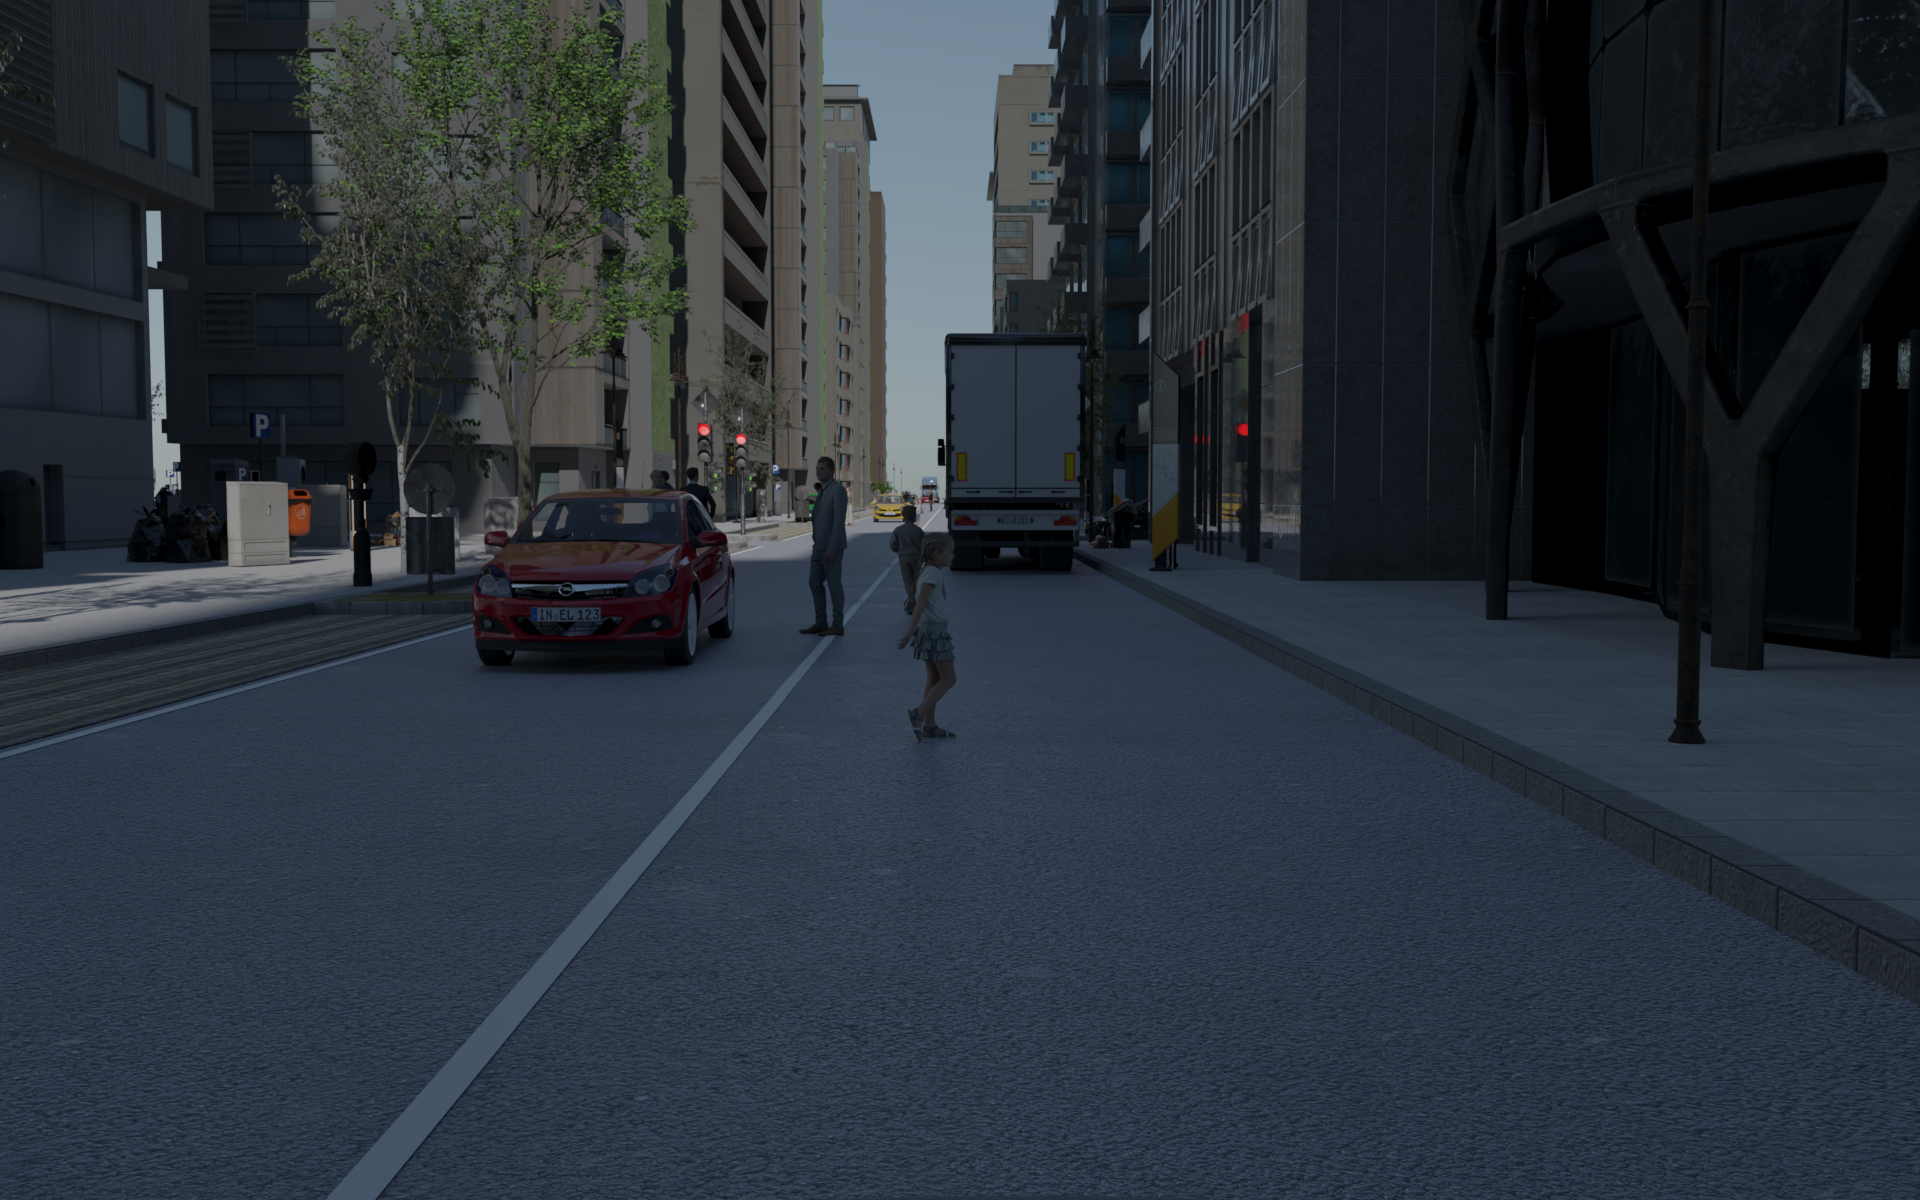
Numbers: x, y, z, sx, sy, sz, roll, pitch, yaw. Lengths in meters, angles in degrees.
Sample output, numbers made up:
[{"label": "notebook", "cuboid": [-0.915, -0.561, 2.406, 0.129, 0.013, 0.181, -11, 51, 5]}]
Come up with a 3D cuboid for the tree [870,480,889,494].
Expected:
[{"label": "tree", "cuboid": [-10.100, -13.326, 212.476, 1.663, 3.219, 1.824, 0, 3, 0]}]

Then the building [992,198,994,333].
[{"label": "building", "cuboid": [15.822, -38.211, 244.352, 23.786, 49.044, 30.456, 0, 4, 0]}]

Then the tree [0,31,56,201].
[{"label": "tree", "cuboid": [-9.280, -3.833, 13.027, 4.360, 8.622, 3.978, 0, 3, 0]}]

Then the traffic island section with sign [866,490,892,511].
[{"label": "traffic island section with sign", "cuboid": [-7.213, -8.749, 151.673, 1.989, 1.847, 2.006, 0, 4, 0]}]

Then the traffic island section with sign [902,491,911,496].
[{"label": "traffic island section with sign", "cuboid": [-7.691, -15.573, 263.250, 1.989, 1.847, 2.006, 0, 4, 0]}]

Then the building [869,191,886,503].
[{"label": "building", "cuboid": [-17.847, -36.637, 249.129, 14.600, 45.320, 14.200, 0, 4, 0]}]

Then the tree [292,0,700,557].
[{"label": "tree", "cuboid": [-9.000, -6.680, 34.977, 9.928, 11.665, 9.643, 0, 3, 0]}]

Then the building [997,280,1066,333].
[{"label": "building", "cuboid": [17.491, -18.909, 154.203, 27.650, 21.520, 28.899, 0, 4, 0]}]

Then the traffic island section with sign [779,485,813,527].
[{"label": "traffic island section with sign", "cuboid": [-6.894, -4.131, 76.170, 1.989, 1.847, 2.006, 0, 4, 0]}]

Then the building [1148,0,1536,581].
[{"label": "building", "cuboid": [10.978, -13.254, 34.728, 12.078, 24.808, 19.932, 0, 4, 0]}]

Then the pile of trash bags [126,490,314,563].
[{"label": "pile of trash bags", "cuboid": [-14.190, -1.461, 33.640, 1.912, 1.369, 3.447, 3, 4, 39]}]

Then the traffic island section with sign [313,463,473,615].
[{"label": "traffic island section with sign", "cuboid": [-6.658, -0.779, 21.363, 1.989, 1.847, 2.006, 0, 4, 0]}]

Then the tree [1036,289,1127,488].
[{"label": "tree", "cuboid": [4.138, -6.800, 61.545, 4.737, 8.622, 4.395, 0, 3, 0]}]

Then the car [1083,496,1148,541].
[{"label": "car", "cuboid": [5.681, -2.470, 50.172, 4.222, 1.686, 2.009, 0, 4, -1]}]

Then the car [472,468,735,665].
[{"label": "car", "cuboid": [-3.145, -0.416, 15.845, 2.155, 1.783, 4.494, 0, 4, -1]}]

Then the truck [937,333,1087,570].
[{"label": "truck", "cuboid": [0.928, -2.867, 35.783, 2.839, 4.237, 11.283, 0, 4, 0]}]

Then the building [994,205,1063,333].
[{"label": "building", "cuboid": [10.395, -24.689, 175.363, 14.160, 30.474, 14.107, 0, 4, 0]}]

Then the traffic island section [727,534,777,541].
[{"label": "traffic island section", "cuboid": [-6.793, -1.943, 54.048, 2.009, 0.180, 2.903, 0, 4, 0]}]

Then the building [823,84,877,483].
[{"label": "building", "cuboid": [-25.666, -39.037, 227.492, 28.713, 52.752, 27.495, 0, 4, 0]}]

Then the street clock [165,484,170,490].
[{"label": "street clock", "cuboid": [-58.055, -7.486, 126.965, 0.358, 2.002, 0.471, 0, 4, 6]}]

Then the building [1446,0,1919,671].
[{"label": "building", "cuboid": [13.487, -9.100, 16.245, 16.820, 18.784, 16.811, 0, 4, 0]}]

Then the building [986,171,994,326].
[{"label": "building", "cuboid": [18.781, -41.879, 273.961, 28.713, 52.752, 27.495, 0, 4, 0]}]

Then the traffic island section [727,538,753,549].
[{"label": "traffic island section", "cuboid": [-6.759, -1.455, 46.063, 2.009, 0.180, 2.903, 0, 4, 0]}]

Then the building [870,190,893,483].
[{"label": "building", "cuboid": [-22.794, -39.858, 271.281, 23.786, 49.044, 30.456, 0, 4, 0]}]

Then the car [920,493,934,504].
[{"label": "car", "cuboid": [-4.603, -14.315, 243.087, 2.155, 1.783, 4.494, 0, 4, 0]}]

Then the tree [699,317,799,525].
[{"label": "tree", "cuboid": [-8.940, -7.433, 71.899, 4.360, 8.622, 3.978, 0, 3, 0]}]

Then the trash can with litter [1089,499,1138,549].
[{"label": "trash can with litter", "cuboid": [3.620, -1.801, 40.836, 1.055, 1.170, 0.624, -1, 4, -22]}]

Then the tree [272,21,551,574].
[{"label": "tree", "cuboid": [-8.803, -4.715, 27.456, 4.360, 8.622, 3.978, 0, 3, 0]}]

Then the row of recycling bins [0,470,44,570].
[{"label": "row of recycling bins", "cuboid": [-16.916, -1.306, 28.474, 1.069, 1.692, 3.534, 2, 4, 29]}]

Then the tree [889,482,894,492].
[{"label": "tree", "cuboid": [-9.987, -14.198, 226.732, 1.663, 3.219, 1.824, 0, 3, 0]}]

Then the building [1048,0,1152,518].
[{"label": "building", "cuboid": [16.410, -29.150, 96.212, 23.786, 49.044, 30.456, 0, 4, 0]}]

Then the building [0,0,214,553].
[{"label": "building", "cuboid": [-32.333, -26.997, 30.642, 27.495, 52.752, 28.713, 0, 4, 0]}]

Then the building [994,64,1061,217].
[{"label": "building", "cuboid": [14.638, -34.798, 192.650, 21.300, 48.544, 21.600, 0, 4, 0]}]

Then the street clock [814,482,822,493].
[{"label": "street clock", "cuboid": [-8.674, -6.186, 105.705, 0.471, 2.002, 0.358, -2, 4, -30]}]

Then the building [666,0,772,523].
[{"label": "building", "cuboid": [-21.223, -28.276, 86.022, 21.300, 48.544, 21.600, 0, 4, 0]}]

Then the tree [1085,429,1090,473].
[{"label": "tree", "cuboid": [3.840, -5.296, 70.298, 4.285, 4.588, 4.351, 0, 3, 0]}]

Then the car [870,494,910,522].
[{"label": "car", "cuboid": [-3.568, -4.798, 88.678, 2.015, 1.641, 3.980, 0, 4, -1]}]

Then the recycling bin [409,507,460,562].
[{"label": "recycling bin", "cuboid": [-9.892, -1.222, 32.530, 0.722, 1.027, 0.722, 3, 5, 40]}]

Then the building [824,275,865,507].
[{"label": "building", "cuboid": [-24.178, -20.120, 173.996, 27.650, 21.520, 28.899, 0, 4, 0]}]

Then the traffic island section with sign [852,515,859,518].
[{"label": "traffic island section with sign", "cuboid": [-7.008, -5.780, 103.125, 1.989, 1.847, 2.006, 0, 4, 0]}]

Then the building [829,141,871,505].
[{"label": "building", "cuboid": [-17.505, -31.271, 194.875, 14.154, 41.232, 14.086, 0, 4, 0]}]

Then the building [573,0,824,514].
[{"label": "building", "cuboid": [-16.397, -26.288, 113.399, 14.154, 41.232, 14.086, 0, 4, 0]}]

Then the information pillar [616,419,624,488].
[{"label": "information pillar", "cuboid": [-10.496, -3.786, 53.257, 0.183, 3.616, 0.504, 1, 4, 15]}]

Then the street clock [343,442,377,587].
[{"label": "street clock", "cuboid": [-8.301, -1.189, 24.016, 0.358, 2.002, 0.471, 1, 4, 13]}]

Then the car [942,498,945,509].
[{"label": "car", "cuboid": [-0.689, -9.519, 165.423, 2.009, 1.686, 4.222, 0, 3, 0]}]

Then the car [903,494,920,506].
[{"label": "car", "cuboid": [-4.526, -8.895, 155.215, 2.009, 1.686, 4.222, 0, 4, 1]}]

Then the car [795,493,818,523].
[{"label": "car", "cuboid": [-6.600, -4.367, 80.194, 1.959, 1.807, 4.718, 0, 4, 1]}]

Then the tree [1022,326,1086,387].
[{"label": "tree", "cuboid": [3.653, -7.633, 75.155, 4.360, 8.622, 3.978, 0, 3, 0]}]

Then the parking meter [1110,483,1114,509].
[{"label": "parking meter", "cuboid": [7.087, -4.504, 79.357, 0.399, 1.863, 0.255, -1, 4, -18]}]

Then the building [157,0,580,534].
[{"label": "building", "cuboid": [-18.247, -23.050, 60.463, 14.154, 41.232, 14.086, 0, 4, 0]}]

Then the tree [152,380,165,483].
[{"label": "tree", "cuboid": [-33.230, -7.167, 67.542, 4.737, 8.622, 4.395, 0, 3, 0]}]

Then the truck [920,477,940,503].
[{"label": "truck", "cuboid": [-4.617, -17.402, 274.287, 2.967, 4.110, 18.799, 0, 4, 0]}]
